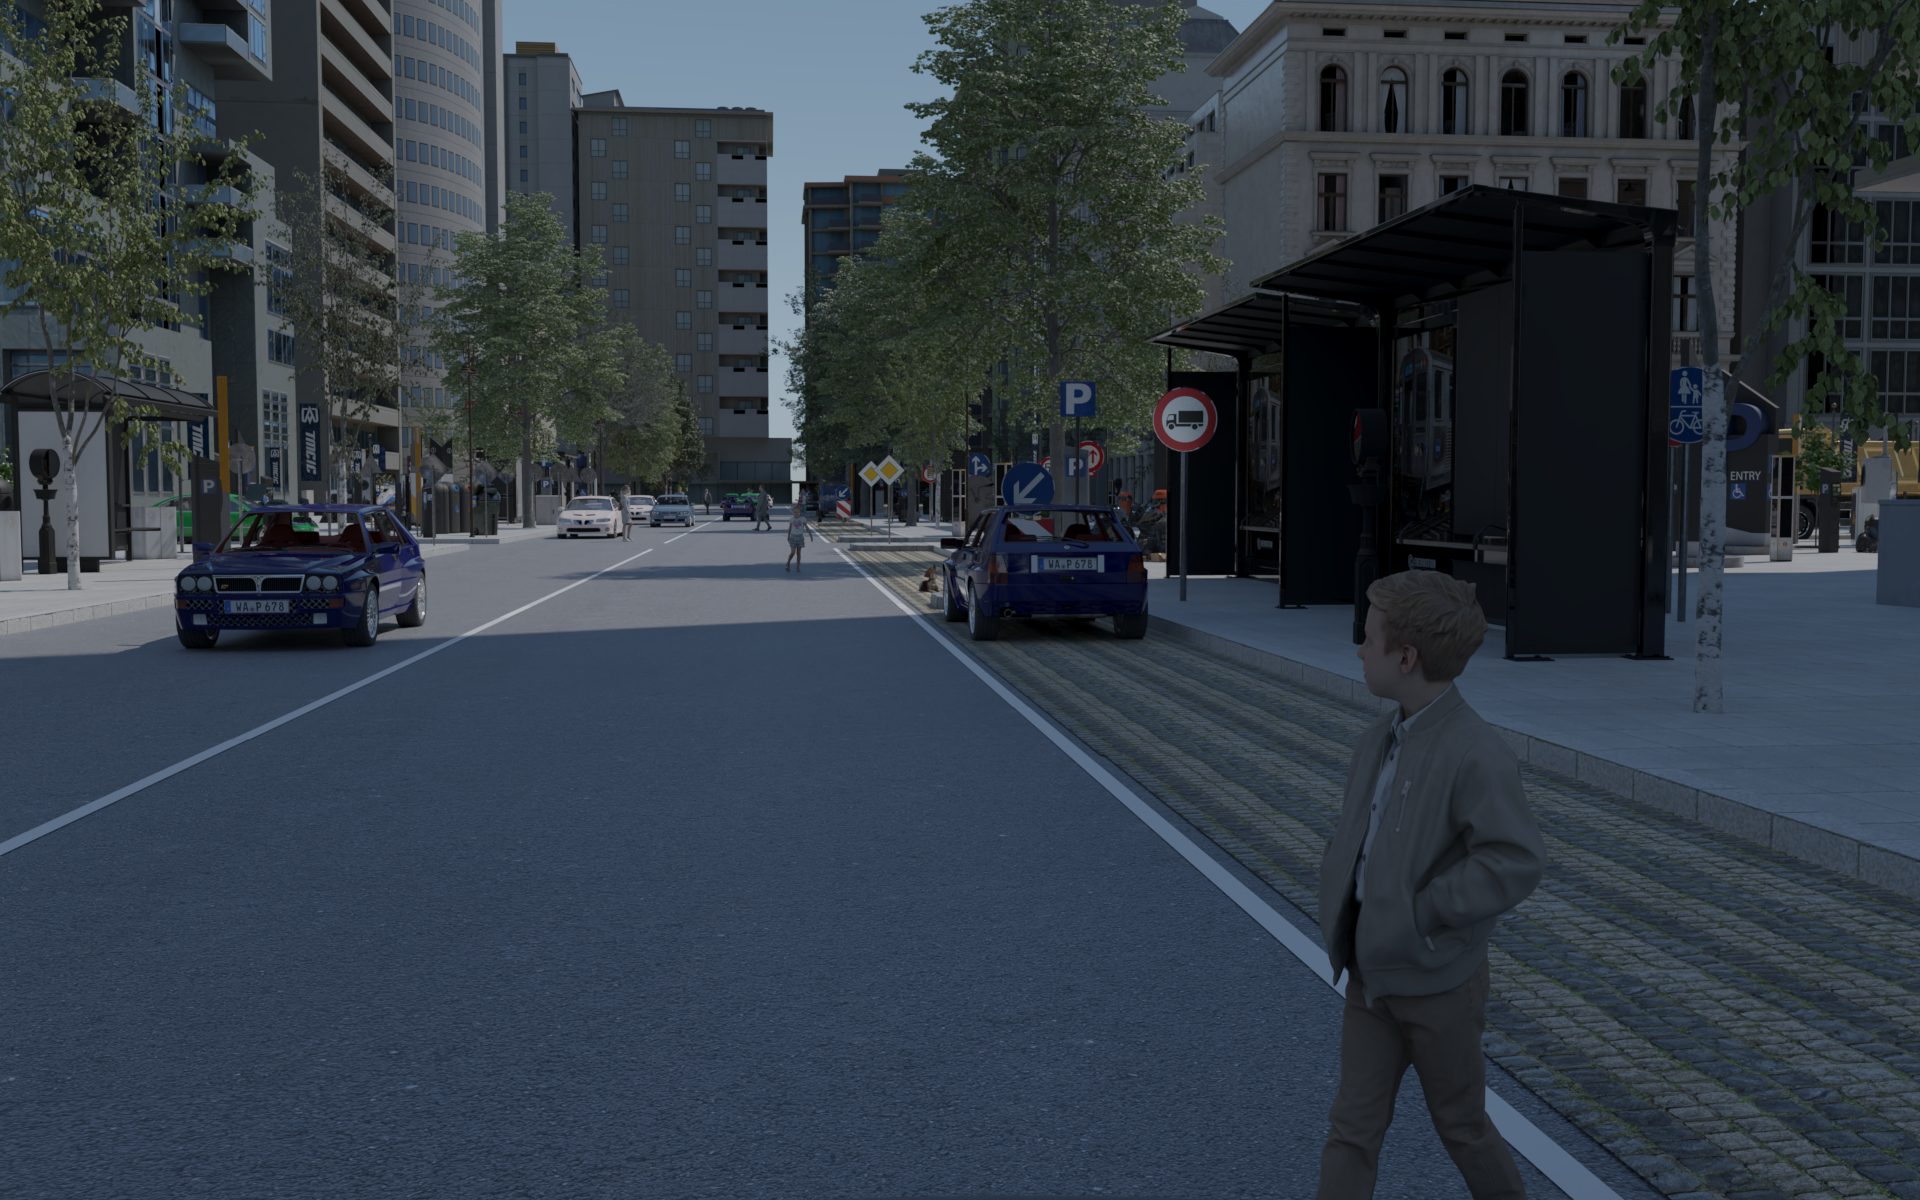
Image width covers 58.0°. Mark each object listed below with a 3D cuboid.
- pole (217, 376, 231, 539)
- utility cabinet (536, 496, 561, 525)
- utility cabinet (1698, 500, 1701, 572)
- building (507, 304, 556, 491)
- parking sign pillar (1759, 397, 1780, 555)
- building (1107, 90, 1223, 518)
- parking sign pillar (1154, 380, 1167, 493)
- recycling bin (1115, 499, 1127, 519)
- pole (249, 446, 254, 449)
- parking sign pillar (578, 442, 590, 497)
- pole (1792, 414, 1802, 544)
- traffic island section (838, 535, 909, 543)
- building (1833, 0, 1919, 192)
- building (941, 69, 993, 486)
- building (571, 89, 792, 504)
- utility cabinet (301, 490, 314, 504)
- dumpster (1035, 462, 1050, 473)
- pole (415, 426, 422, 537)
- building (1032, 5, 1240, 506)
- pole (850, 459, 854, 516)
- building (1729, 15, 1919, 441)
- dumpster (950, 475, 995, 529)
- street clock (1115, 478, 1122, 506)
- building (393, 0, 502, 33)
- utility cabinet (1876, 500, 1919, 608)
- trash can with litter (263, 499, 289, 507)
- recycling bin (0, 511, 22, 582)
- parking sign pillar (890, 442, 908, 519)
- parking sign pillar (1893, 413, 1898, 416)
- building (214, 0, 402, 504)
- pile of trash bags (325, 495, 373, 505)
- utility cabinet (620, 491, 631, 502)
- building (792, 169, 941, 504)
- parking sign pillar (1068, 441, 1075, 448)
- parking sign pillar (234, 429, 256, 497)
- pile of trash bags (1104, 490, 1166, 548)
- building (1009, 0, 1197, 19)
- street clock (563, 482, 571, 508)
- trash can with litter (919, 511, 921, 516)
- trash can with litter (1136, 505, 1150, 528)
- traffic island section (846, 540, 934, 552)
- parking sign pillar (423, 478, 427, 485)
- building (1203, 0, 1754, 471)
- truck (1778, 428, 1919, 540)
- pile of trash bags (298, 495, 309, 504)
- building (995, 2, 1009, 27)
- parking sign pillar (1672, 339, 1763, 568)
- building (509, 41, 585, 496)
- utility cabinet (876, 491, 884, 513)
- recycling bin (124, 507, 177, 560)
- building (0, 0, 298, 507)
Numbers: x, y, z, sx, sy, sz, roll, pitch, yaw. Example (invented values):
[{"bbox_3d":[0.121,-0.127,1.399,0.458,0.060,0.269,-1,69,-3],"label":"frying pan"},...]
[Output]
[{"bbox_3d":[-12.793,-2.219,30.117,0.158,3.312,0.155,0,3,0],"label":"pole"},{"bbox_3d":[-16.948,-3.680,71.335,1.020,1.237,0.306,-1,4,-14],"label":"utility cabinet"},{"bbox_3d":[12.153,-1.033,28.059,0.306,1.237,1.020,2,4,26],"label":"utility cabinet"},{"bbox_3d":[-56.308,-19.928,170.869,28.899,21.520,27.650,0,4,-6],"label":"building"},{"bbox_3d":[16.723,-2.964,36.935,1.447,3.967,1.447,-2,4,-34],"label":"parking sign pillar"},{"bbox_3d":[14.441,-14.450,91.003,10.420,20.320,16.860,0,4,-6],"label":"building"},{"bbox_3d":[5.004,-3.253,41.663,1.447,3.967,1.447,1,4,18],"label":"parking sign pillar"},{"bbox_3d":[8.331,-4.793,90.924,0.722,1.027,0.722,-1,4,-11],"label":"recycling bin"},{"bbox_3d":[-30.300,-4.912,74.152,0.158,3.312,0.155,0,3,0],"label":"pole"},{"bbox_3d":[-18.123,-5.814,83.536,1.447,3.967,1.447,0,4,-7],"label":"parking sign pillar"},{"bbox_3d":[21.365,-3.085,44.278,0.158,3.312,0.155,0,3,0],"label":"pole"},{"bbox_3d":[-2.649,-1.834,52.264,2.009,0.180,2.903,0,4,-6],"label":"traffic island section"},{"bbox_3d":[30.399,-26.263,18.647,28.713,52.752,27.495,0,4,-6],"label":"building"},{"bbox_3d":[10.804,-31.884,175.927,22.147,44.769,28.867,0,4,-6],"label":"building"},{"bbox_3d":[-36.843,-39.500,235.065,27.495,52.752,28.713,0,4,-6],"label":"building"},{"bbox_3d":[-37.802,-5.606,100.336,0.318,1.500,1.173,0,4,-2],"label":"utility cabinet"},{"bbox_3d":[2.503,-3.108,53.314,1.502,2.255,1.985,0,4,-6],"label":"dumpster"},{"bbox_3d":[-16.236,-3.552,51.919,0.158,3.312,0.155,0,3,0],"label":"pole"},{"bbox_3d":[12.455,-20.602,114.335,11.434,29.767,29.804,0,4,-6],"label":"building"},{"bbox_3d":[-6.345,-6.615,101.994,0.158,3.312,0.155,0,3,0],"label":"pole"},{"bbox_3d":[46.221,-15.819,77.706,30.058,24.678,14.314,0,4,-6],"label":"building"},{"bbox_3d":[0.408,-2.905,53.252,1.264,1.857,1.865,0,4,-6],"label":"dumpster"},{"bbox_3d":[7.178,-4.515,78.389,0.358,2.002,0.471,-1,4,-8],"label":"street clock"},{"bbox_3d":[-48.681,-36.345,136.237,21.231,58.520,28.212,0,4,-6],"label":"building"},{"bbox_3d":[10.916,-0.521,19.677,0.306,1.237,1.020,-1,4,-13],"label":"utility cabinet"},{"bbox_3d":[-14.477,-1.541,36.586,0.624,1.170,1.055,0,4,-5],"label":"trash can with litter"},{"bbox_3d":[-14.374,-0.793,25.517,0.722,1.027,0.722,2,4,30],"label":"recycling bin"},{"bbox_3d":[-2.873,-6.162,89.225,1.447,3.967,1.447,0,4,-2],"label":"parking sign pillar"},{"bbox_3d":[31.500,-4.273,58.328,1.447,3.967,1.447,1,4,20],"label":"parking sign pillar"},{"bbox_3d":[-48.857,-29.714,109.525,21.300,48.544,21.600,0,4,-6],"label":"building"},{"bbox_3d":[-26.710,-4.092,76.663,3.447,1.369,1.912,2,4,30],"label":"pile of trash bags"},{"bbox_3d":[-20.959,-6.104,108.485,0.318,1.500,1.173,0,4,6],"label":"utility cabinet"},{"bbox_3d":[-8.573,-35.559,236.009,28.867,44.769,22.147,0,4,-6],"label":"building"},{"bbox_3d":[5.702,-6.027,87.012,1.447,3.967,1.447,-2,4,-28],"label":"parking sign pillar"},{"bbox_3d":[-29.673,-5.107,71.978,1.447,3.967,1.447,0,4,-4],"label":"parking sign pillar"},{"bbox_3d":[3.950,-1.683,37.273,1.912,1.369,3.447,1,4,22],"label":"pile of trash bags"},{"bbox_3d":[10.670,-27.912,139.954,14.154,41.232,14.086,0,4,-6],"label":"building"},{"bbox_3d":[-17.743,-4.509,78.298,0.358,2.002,0.471,-2,4,-33],"label":"street clock"},{"bbox_3d":[-2.103,-6.342,114.745,2.233,1.210,1.678,-1,4,-18],"label":"trash can with litter"},{"bbox_3d":[6.948,-3.140,62.721,1.055,1.170,0.624,-2,4,-27],"label":"trash can with litter"},{"bbox_3d":[-1.785,-1.348,44.326,2.009,0.180,2.903,0,4,-6],"label":"traffic island section"},{"bbox_3d":[-38.018,-8.233,123.081,1.447,3.967,1.447,0,4,4],"label":"parking sign pillar"},{"bbox_3d":[21.314,-14.940,73.143,19.941,23.489,11.050,0,4,-6],"label":"building"},{"bbox_3d":[26.275,-3.416,51.773,9.791,3.379,3.469,0,4,-8],"label":"truck"},{"bbox_3d":[-37.360,-5.324,96.793,1.912,1.369,3.447,-2,4,-26],"label":"pile of trash bags"},{"bbox_3d":[16.135,-48.843,236.829,20.611,71.187,20.563,0,4,-6],"label":"building"},{"bbox_3d":[13.101,-2.575,30.571,1.447,3.967,1.447,3,5,40],"label":"parking sign pillar"},{"bbox_3d":[-64.160,-41.985,228.458,28.212,58.520,21.231,0,4,-6],"label":"building"},{"bbox_3d":[-5.793,-6.698,118.193,1.173,1.500,0.318,0,4,1],"label":"utility cabinet"},{"bbox_3d":[-16.011,-1.327,34.247,0.722,1.027,0.722,2,4,34],"label":"recycling bin"},{"bbox_3d":[-43.178,-46.598,74.544,22.319,86.520,31.000,0,4,-6],"label":"building"}]
